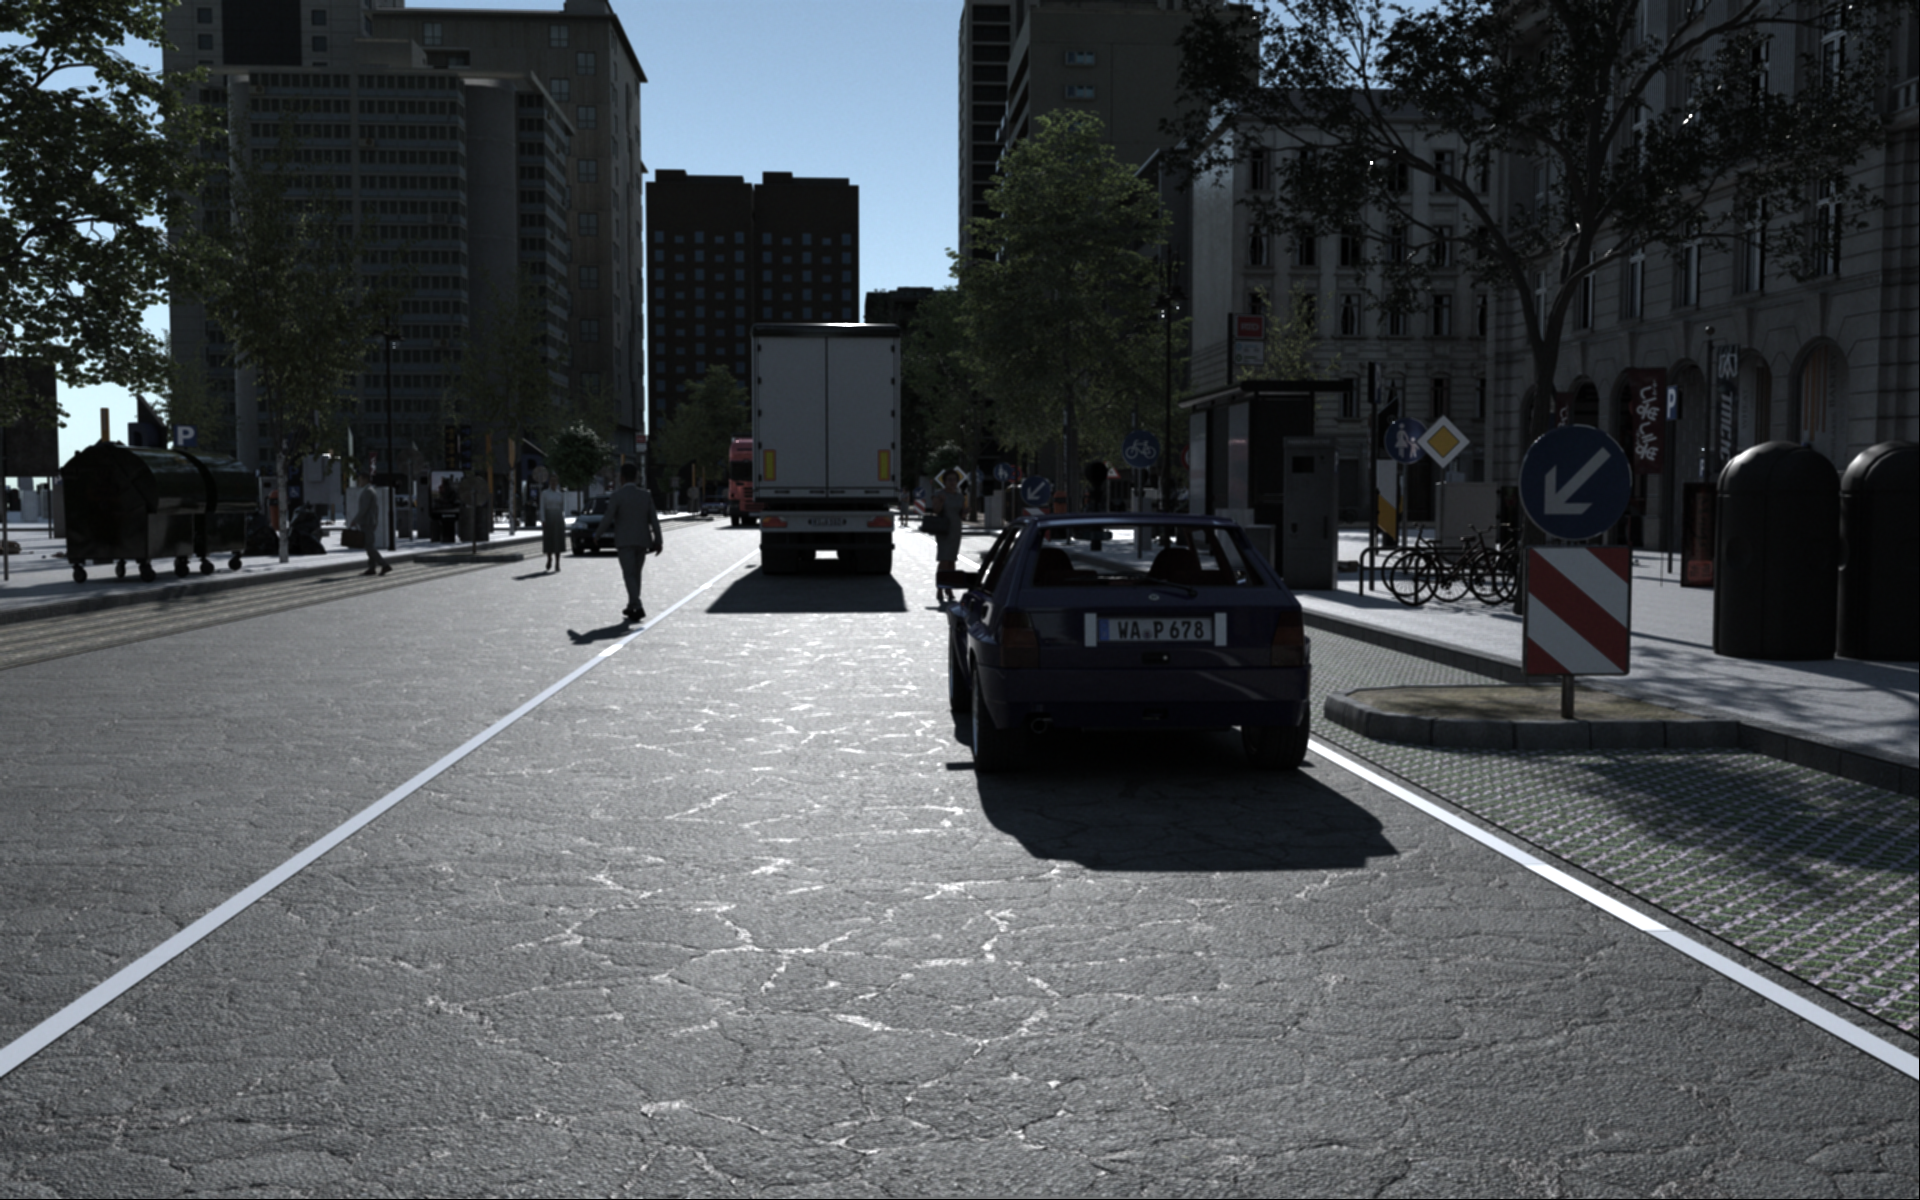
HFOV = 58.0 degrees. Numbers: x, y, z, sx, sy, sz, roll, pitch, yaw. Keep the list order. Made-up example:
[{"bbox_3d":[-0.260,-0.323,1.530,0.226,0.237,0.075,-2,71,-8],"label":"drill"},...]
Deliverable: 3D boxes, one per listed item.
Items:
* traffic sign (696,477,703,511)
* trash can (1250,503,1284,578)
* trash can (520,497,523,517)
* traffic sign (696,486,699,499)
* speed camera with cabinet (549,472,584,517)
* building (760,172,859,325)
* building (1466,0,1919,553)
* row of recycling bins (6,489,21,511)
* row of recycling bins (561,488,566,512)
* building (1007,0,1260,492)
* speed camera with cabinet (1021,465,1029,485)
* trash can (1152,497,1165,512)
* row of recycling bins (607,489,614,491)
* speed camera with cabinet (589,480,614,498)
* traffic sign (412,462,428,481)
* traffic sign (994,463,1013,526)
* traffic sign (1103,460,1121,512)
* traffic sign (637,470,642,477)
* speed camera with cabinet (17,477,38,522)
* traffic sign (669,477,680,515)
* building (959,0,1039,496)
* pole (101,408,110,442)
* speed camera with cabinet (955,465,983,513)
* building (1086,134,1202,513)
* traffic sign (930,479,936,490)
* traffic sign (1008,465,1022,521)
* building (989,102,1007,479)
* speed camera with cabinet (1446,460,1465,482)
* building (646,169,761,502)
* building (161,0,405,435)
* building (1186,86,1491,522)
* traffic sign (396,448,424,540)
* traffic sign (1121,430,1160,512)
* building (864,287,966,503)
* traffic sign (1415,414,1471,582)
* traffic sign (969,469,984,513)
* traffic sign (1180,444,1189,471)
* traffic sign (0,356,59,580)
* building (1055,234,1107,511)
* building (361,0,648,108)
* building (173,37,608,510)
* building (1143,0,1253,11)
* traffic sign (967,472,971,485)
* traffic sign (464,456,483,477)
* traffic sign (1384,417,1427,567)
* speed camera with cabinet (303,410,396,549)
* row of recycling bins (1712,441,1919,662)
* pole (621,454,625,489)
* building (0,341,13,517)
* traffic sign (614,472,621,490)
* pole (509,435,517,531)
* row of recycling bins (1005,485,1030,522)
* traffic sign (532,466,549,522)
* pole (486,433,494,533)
[{"bbox_3d":[-19.278,-7.822,127.991,0.768,2.556,0.104,0,4,0],"label":"traffic sign"},{"bbox_3d":[4.848,-0.925,26.779,0.748,1.137,0.748,0,3,0],"label":"trash can"},{"bbox_3d":[-22.148,-4.711,88.680,0.748,1.137,0.748,0,3,0],"label":"trash can"},{"bbox_3d":[-21.594,-8.731,142.852,0.768,2.556,0.104,0,4,-2],"label":"traffic sign"},{"bbox_3d":[-22.325,-6.325,97.745,2.038,3.252,0.660,-2,4,-34],"label":"speed camera with cabinet"},{"bbox_3d":[-21.356,-36.311,243.798,14.200,45.320,14.600,0,4,-4],"label":"building"},{"bbox_3d":[21.444,-11.957,37.303,13.314,21.916,24.055,0,4,-4],"label":"building"},{"bbox_3d":[-71.151,-7.481,129.430,1.069,1.692,3.534,3,5,41],"label":"row of recycling bins"},{"bbox_3d":[-29.607,-7.447,128.875,1.069,1.692,3.534,-1,4,-11],"label":"row of recycling bins"},{"bbox_3d":[16.188,-33.300,168.157,21.300,48.544,21.600,0,4,-4],"label":"building"},{"bbox_3d":[4.330,-7.557,117.892,0.660,3.252,2.038,-1,4,-11],"label":"speed camera with cabinet"},{"bbox_3d":[9.590,-4.318,82.251,0.748,1.137,0.748,0,3,0],"label":"trash can"},{"bbox_3d":[-26.037,-7.514,129.969,3.534,1.692,1.069,3,4,36],"label":"row of recycling bins"},{"bbox_3d":[-19.459,-6.179,95.367,2.038,3.252,0.660,2,4,29],"label":"speed camera with cabinet"},{"bbox_3d":[-17.285,-3.252,55.301,0.606,2.300,0.079,0,4,-2],"label":"traffic sign"},{"bbox_3d":[1.743,-4.279,70.061,0.768,2.556,0.104,0,4,0],"label":"traffic sign"},{"bbox_3d":[5.028,-3.601,58.875,0.884,2.594,0.081,0,4,-1],"label":"traffic sign"},{"bbox_3d":[-17.016,-5.529,90.497,0.768,2.556,0.104,0,4,2],"label":"traffic sign"},{"bbox_3d":[-43.097,-5.242,80.042,0.660,3.252,2.038,-2,4,-34],"label":"speed camera with cabinet"},{"bbox_3d":[-17.099,-6.216,103.755,0.606,2.300,0.079,0,4,0],"label":"traffic sign"},{"bbox_3d":[10.643,-49.555,248.474,20.611,71.187,20.563,0,4,-4],"label":"building"},{"bbox_3d":[-20.277,-2.894,41.157,0.158,3.312,0.155,0,3,0],"label":"pole"},{"bbox_3d":[0.549,-7.619,118.906,2.038,3.252,0.660,2,4,32],"label":"speed camera with cabinet"},{"bbox_3d":[17.042,-17.777,109.728,14.314,24.678,30.058,0,4,-4],"label":"building"},{"bbox_3d":[-1.668,-7.291,119.318,0.768,2.556,0.104,0,4,4],"label":"traffic sign"},{"bbox_3d":[2.324,-4.601,75.332,0.768,2.556,0.104,0,4,1],"label":"traffic sign"},{"bbox_3d":[15.802,-35.140,194.155,23.786,49.044,30.456,0,4,-4],"label":"building"},{"bbox_3d":[20.571,-4.685,70.941,0.660,3.252,2.038,0,4,-8],"label":"speed camera with cabinet"},{"bbox_3d":[-35.752,-36.206,242.085,14.200,45.320,14.600,0,4,-4],"label":"building"},{"bbox_3d":[-73.816,-46.132,192.516,20.611,71.187,20.563,0,4,-4],"label":"building"},{"bbox_3d":[21.006,-14.421,84.930,18.267,20.994,9.793,0,4,-4],"label":"building"},{"bbox_3d":[-15.171,-2.917,47.804,0.768,2.556,0.104,0,4,1],"label":"traffic sign"},{"bbox_3d":[3.575,-2.094,34.345,0.768,2.556,0.104,0,4,2],"label":"traffic sign"},{"bbox_3d":[-6.466,-28.952,245.067,14.107,30.474,14.160,0,4,-4],"label":"building"},{"bbox_3d":[6.988,-1.464,25.116,0.795,2.450,0.064,0,4,2],"label":"traffic sign"},{"bbox_3d":[0.837,-5.380,88.068,0.768,2.556,0.104,0,4,1],"label":"traffic sign"},{"bbox_3d":[5.739,-2.572,42.163,0.768,2.556,0.104,0,4,1],"label":"traffic sign"},{"bbox_3d":[-14.485,-1.942,25.624,2.265,3.308,0.079,0,4,0],"label":"traffic sign"},{"bbox_3d":[13.349,-18.694,134.524,11.050,23.489,19.941,0,4,-4],"label":"building"},{"bbox_3d":[-49.513,-36.757,190.217,27.495,52.752,28.713,0,4,-4],"label":"building"},{"bbox_3d":[-47.847,-28.142,152.008,32.217,40.220,23.993,0,4,-4],"label":"building"},{"bbox_3d":[31.487,-49.648,249.989,20.611,71.187,20.563,0,4,-4],"label":"building"},{"bbox_3d":[0.650,-6.059,99.175,0.768,2.556,0.104,0,4,5],"label":"traffic sign"},{"bbox_3d":[-16.424,-3.574,58.546,0.768,2.556,0.104,0,4,-2],"label":"traffic sign"},{"bbox_3d":[7.425,-1.760,28.879,0.768,2.556,0.104,0,4,-4],"label":"traffic sign"},{"bbox_3d":[-14.358,-2.837,40.726,2.038,3.252,0.660,1,4,9],"label":"speed camera with cabinet"},{"bbox_3d":[7.797,-0.395,13.578,3.534,1.692,1.069,0,4,2],"label":"row of recycling bins"},{"bbox_3d":[-17.071,-5.747,87.813,0.158,3.312,0.155,0,3,0],"label":"pole"},{"bbox_3d":[-35.261,-12.494,40.428,21.152,22.565,11.583,0,4,-4],"label":"building"},{"bbox_3d":[-19.990,-6.176,101.082,0.768,2.556,0.104,0,4,3],"label":"traffic sign"},{"bbox_3d":[-15.319,-4.003,59.292,0.158,3.312,0.155,0,3,0],"label":"pole"},{"bbox_3d":[2.820,-4.440,79.713,1.069,1.692,3.534,-1,4,-10],"label":"row of recycling bins"},{"bbox_3d":[-19.064,-4.806,78.682,0.768,2.556,0.104,0,4,5],"label":"traffic sign"},{"bbox_3d":[-15.618,-3.895,57.522,0.158,3.312,0.155,0,3,0],"label":"pole"}]
